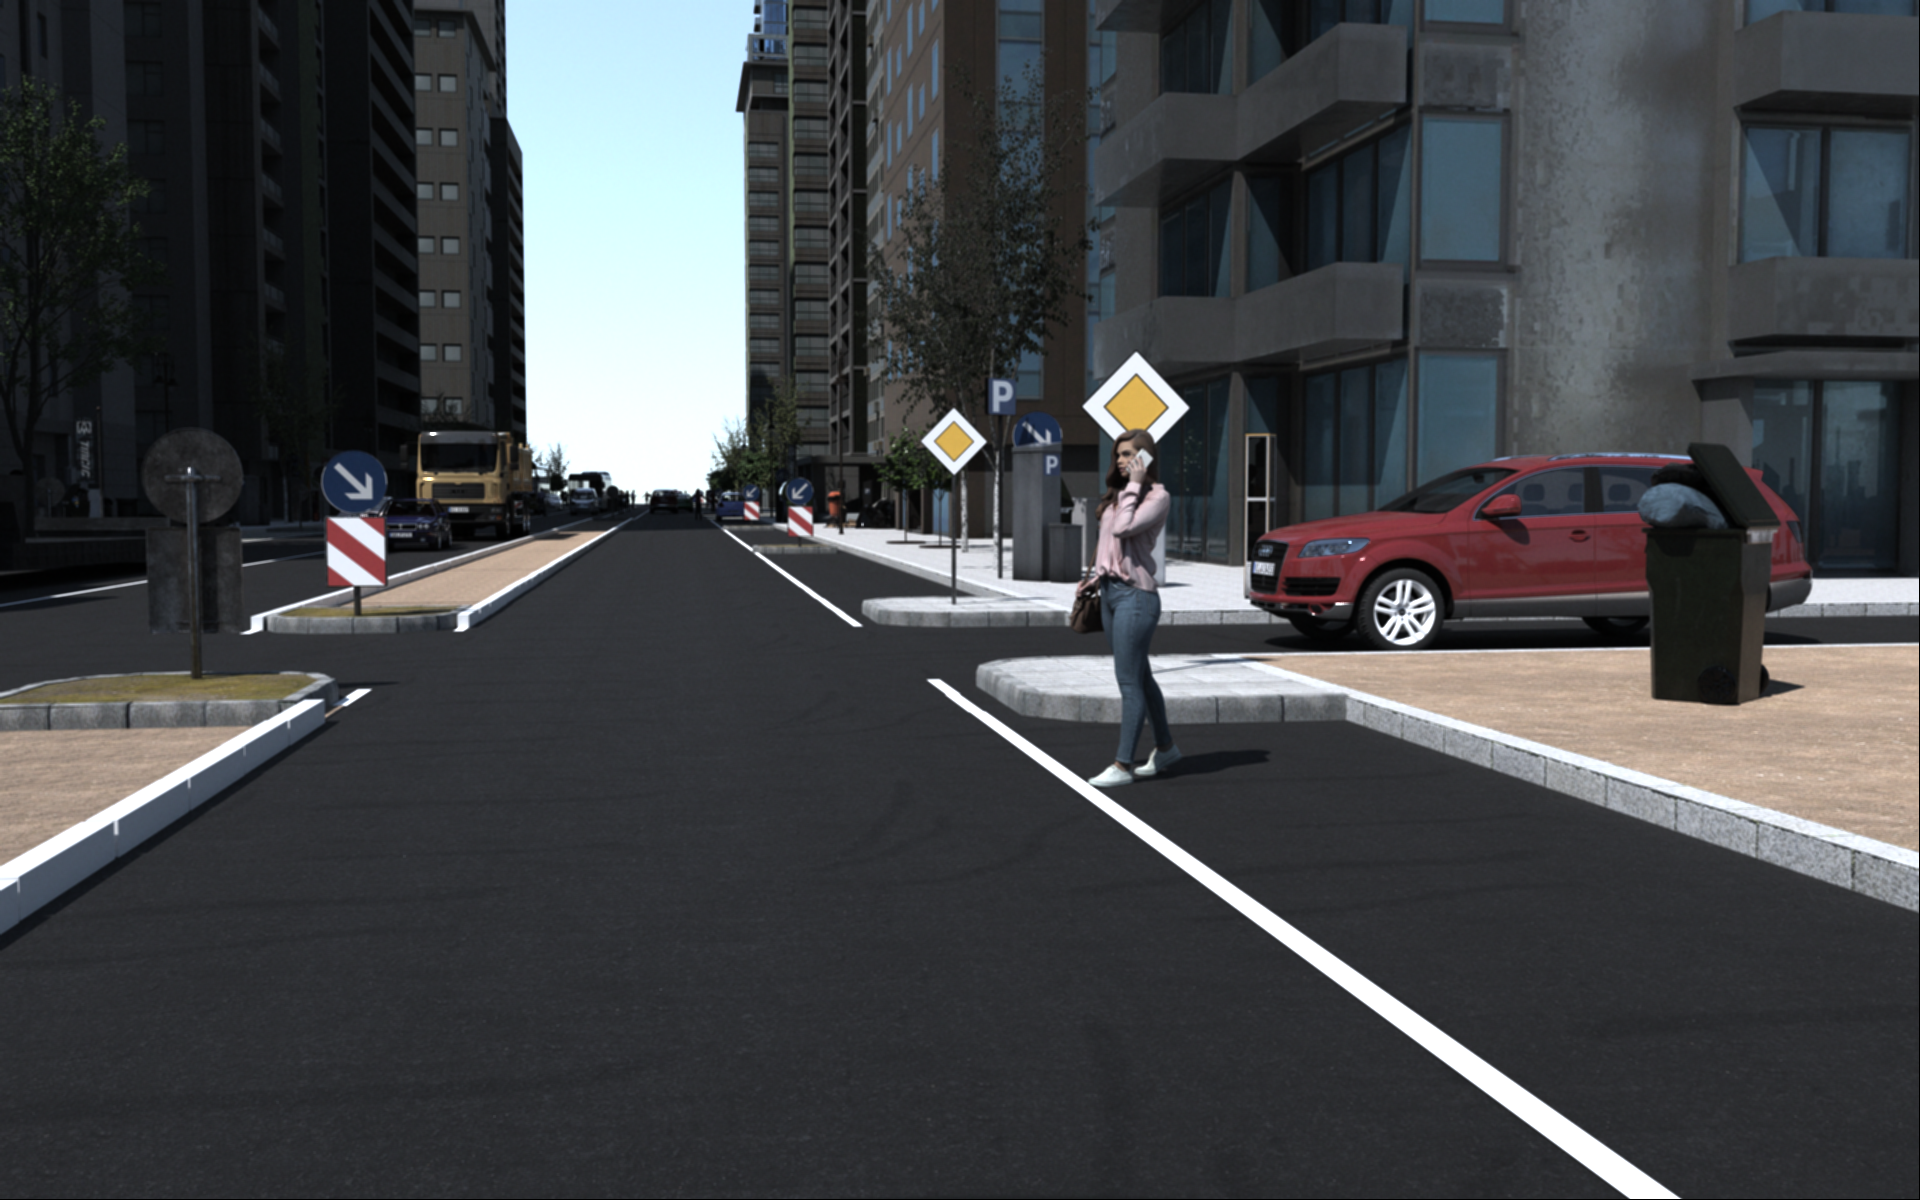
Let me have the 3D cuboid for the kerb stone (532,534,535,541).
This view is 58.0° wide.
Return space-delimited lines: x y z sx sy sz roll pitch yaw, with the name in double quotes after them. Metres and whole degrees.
-12.949 -1.823 51.997 0.120 0.150 1.000 -1 4 -9 "kerb stone"

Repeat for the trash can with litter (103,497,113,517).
-29.815 -2.993 60.315 0.624 1.170 1.055 -1 4 -21 "trash can with litter"

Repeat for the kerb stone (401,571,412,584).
-8.955 -0.339 27.740 0.120 0.150 1.000 -1 4 -9 "kerb stone"

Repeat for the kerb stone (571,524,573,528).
-16.119 -2.998 71.210 0.120 0.150 1.000 -1 4 -9 "kerb stone"

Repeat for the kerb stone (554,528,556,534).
-14.460 -2.378 61.117 0.120 0.150 1.000 -1 4 -9 "kerb stone"

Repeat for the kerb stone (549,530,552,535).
-14.119 -2.257 59.090 0.120 0.150 1.000 -1 4 -9 "kerb stone"

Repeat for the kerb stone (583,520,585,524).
-17.613 -3.554 80.307 0.120 0.150 1.000 -1 4 -9 "kerb stone"

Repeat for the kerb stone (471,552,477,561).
-10.456 -0.893 36.841 0.120 0.150 1.000 -1 4 -9 "kerb stone"

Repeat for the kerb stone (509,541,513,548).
-11.782 -1.390 44.931 0.120 0.150 1.000 -1 4 -9 "kerb stone"

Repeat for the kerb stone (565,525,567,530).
-15.449 -2.750 67.177 0.120 0.150 1.000 -1 4 -9 "kerb stone"

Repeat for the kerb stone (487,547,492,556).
-10.957 -1.082 39.878 0.120 0.150 1.000 -1 4 -9 "kerb stone"

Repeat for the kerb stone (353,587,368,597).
-8.286 -0.092 23.692 0.120 0.150 1.000 -1 4 -9 "kerb stone"

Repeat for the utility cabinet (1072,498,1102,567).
2.268 -1.206 30.875 0.306 1.237 1.020 1 4 20 "utility cabinet"

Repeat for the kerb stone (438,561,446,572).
-9.609 -0.586 31.785 0.120 0.150 1.000 -1 4 -9 "kerb stone"

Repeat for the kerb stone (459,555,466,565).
-10.116 -0.772 34.826 0.120 0.150 1.000 -1 4 -9 "kerb stone"

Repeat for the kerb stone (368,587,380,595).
-8.457 -0.154 24.707 0.120 0.150 1.000 -1 4 -9 "kerb stone"

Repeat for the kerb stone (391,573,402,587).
-8.786 -0.275 26.732 0.120 0.150 1.000 -1 4 -9 "kerb stone"

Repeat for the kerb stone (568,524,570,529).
-15.784 -2.875 69.194 0.120 0.150 1.000 -1 4 -9 "kerb stone"

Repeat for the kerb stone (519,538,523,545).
-12.289 -1.576 47.959 0.120 0.150 1.000 -1 4 -9 "kerb stone"

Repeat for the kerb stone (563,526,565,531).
-15.285 -2.689 66.169 0.120 0.150 1.000 -1 4 -9 "kerb stone"

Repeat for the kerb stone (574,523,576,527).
-16.451 -3.120 73.238 0.120 0.150 1.000 -1 4 -9 "kerb stone"

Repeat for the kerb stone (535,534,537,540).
-13.112 -1.885 53.010 0.120 0.150 1.000 -1 4 -9 "kerb stone"

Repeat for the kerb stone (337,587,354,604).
-8.120 -0.029 22.680 0.120 0.150 1.000 -1 4 -9 "kerb stone"

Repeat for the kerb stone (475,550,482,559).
-10.620 -0.954 37.857 0.120 0.150 1.000 -1 4 -9 "kerb stone"

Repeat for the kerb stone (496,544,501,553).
-11.288 -1.205 41.902 0.120 0.150 1.000 -1 4 -9 "kerb stone"

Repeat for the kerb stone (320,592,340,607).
-7.953 0.032 21.671 0.120 0.150 1.000 -1 4 -9 "kerb stone"

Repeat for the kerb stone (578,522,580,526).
-16.948 -3.307 76.263 0.120 0.150 1.000 -1 4 -9 "kerb stone"

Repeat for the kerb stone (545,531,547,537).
-13.786 -2.127 57.055 0.120 0.150 1.000 -1 4 -9 "kerb stone"

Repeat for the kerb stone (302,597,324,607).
-7.786 0.094 20.663 0.120 0.150 1.000 -1 4 -9 "kerb stone"

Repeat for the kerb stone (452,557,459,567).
-9.949 -0.711 33.814 0.120 0.150 1.000 -1 4 -9 "kerb stone"

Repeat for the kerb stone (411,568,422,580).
-9.117 -0.398 28.756 0.120 0.150 1.000 -1 4 -9 "kerb stone"

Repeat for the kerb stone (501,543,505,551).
-11.454 -1.267 42.910 0.120 0.150 1.000 -1 4 -9 "kerb stone"

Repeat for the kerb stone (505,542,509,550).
-11.620 -1.329 43.922 0.120 0.150 1.000 -1 4 -9 "kerb stone"

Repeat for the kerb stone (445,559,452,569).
-9.793 -0.643 32.801 0.120 0.150 1.000 -1 4 -9 "kerb stone"

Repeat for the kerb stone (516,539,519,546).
-12.120 -1.513 46.951 0.120 0.150 1.000 -1 4 -9 "kerb stone"

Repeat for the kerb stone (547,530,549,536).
-13.957 -2.192 58.077 0.120 0.150 1.000 -1 4 -9 "kerb stone"

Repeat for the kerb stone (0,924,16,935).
-3.124 1.041 5.284 0.120 0.150 1.000 -1 4 -9 "kerb stone"

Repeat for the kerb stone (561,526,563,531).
-15.123 -2.626 65.160 0.120 0.150 1.000 -1 4 -9 "kerb stone"

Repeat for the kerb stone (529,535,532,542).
-12.782 -1.761 50.988 0.120 0.150 1.000 -1 4 -9 "kerb stone"

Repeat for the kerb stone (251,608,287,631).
-7.449 0.219 18.642 0.120 0.150 1.000 -1 4 -9 "kerb stone"

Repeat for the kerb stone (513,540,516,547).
-11.952 -1.452 45.942 0.120 0.150 1.000 -1 4 -9 "kerb stone"

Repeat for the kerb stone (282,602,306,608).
-7.621 0.156 19.649 0.120 0.150 1.000 -1 4 -9 "kerb stone"

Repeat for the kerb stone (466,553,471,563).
-10.284 -0.832 35.834 0.120 0.150 1.000 -1 4 -9 "kerb stone"

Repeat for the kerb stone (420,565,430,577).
-9.287 -0.463 29.763 0.120 0.150 1.000 -1 4 -9 "kerb stone"

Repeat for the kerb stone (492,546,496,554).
-11.119 -1.144 40.893 0.120 0.150 1.000 -1 4 -9 "kerb stone"

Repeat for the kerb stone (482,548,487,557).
-10.791 -1.020 38.870 0.120 0.150 1.000 -1 4 -9 "kerb stone"

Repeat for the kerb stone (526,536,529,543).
-12.621 -1.699 49.979 0.120 0.150 1.000 -1 4 -9 "kerb stone"

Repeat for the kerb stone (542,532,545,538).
-13.617 -2.070 56.047 0.120 0.150 1.000 -1 4 -9 "kerb stone"

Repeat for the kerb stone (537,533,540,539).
-13.285 -1.945 54.020 0.120 0.150 1.000 -1 4 -9 "kerb stone"

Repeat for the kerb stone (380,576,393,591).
-8.611 -0.216 25.725 0.120 0.150 1.000 -1 4 -9 "kerb stone"

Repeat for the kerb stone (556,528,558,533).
-14.617 -2.442 62.128 0.120 0.150 1.000 -1 4 -9 "kerb stone"

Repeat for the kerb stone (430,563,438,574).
-9.457 -0.525 30.774 0.120 0.150 1.000 -1 4 -9 "kerb stone"

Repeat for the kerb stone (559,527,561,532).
-14.958 -2.566 64.143 0.120 0.150 1.000 -1 4 -9 "kerb stone"

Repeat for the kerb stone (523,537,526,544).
-12.457 -1.637 48.967 0.120 0.150 1.000 -1 4 -9 "kerb stone"

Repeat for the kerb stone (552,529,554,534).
-14.289 -2.318 60.102 0.120 0.150 1.000 -1 4 -9 "kerb stone"

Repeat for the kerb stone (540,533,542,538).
-13.455 -2.009 55.038 0.120 0.150 1.000 -1 4 -9 "kerb stone"
